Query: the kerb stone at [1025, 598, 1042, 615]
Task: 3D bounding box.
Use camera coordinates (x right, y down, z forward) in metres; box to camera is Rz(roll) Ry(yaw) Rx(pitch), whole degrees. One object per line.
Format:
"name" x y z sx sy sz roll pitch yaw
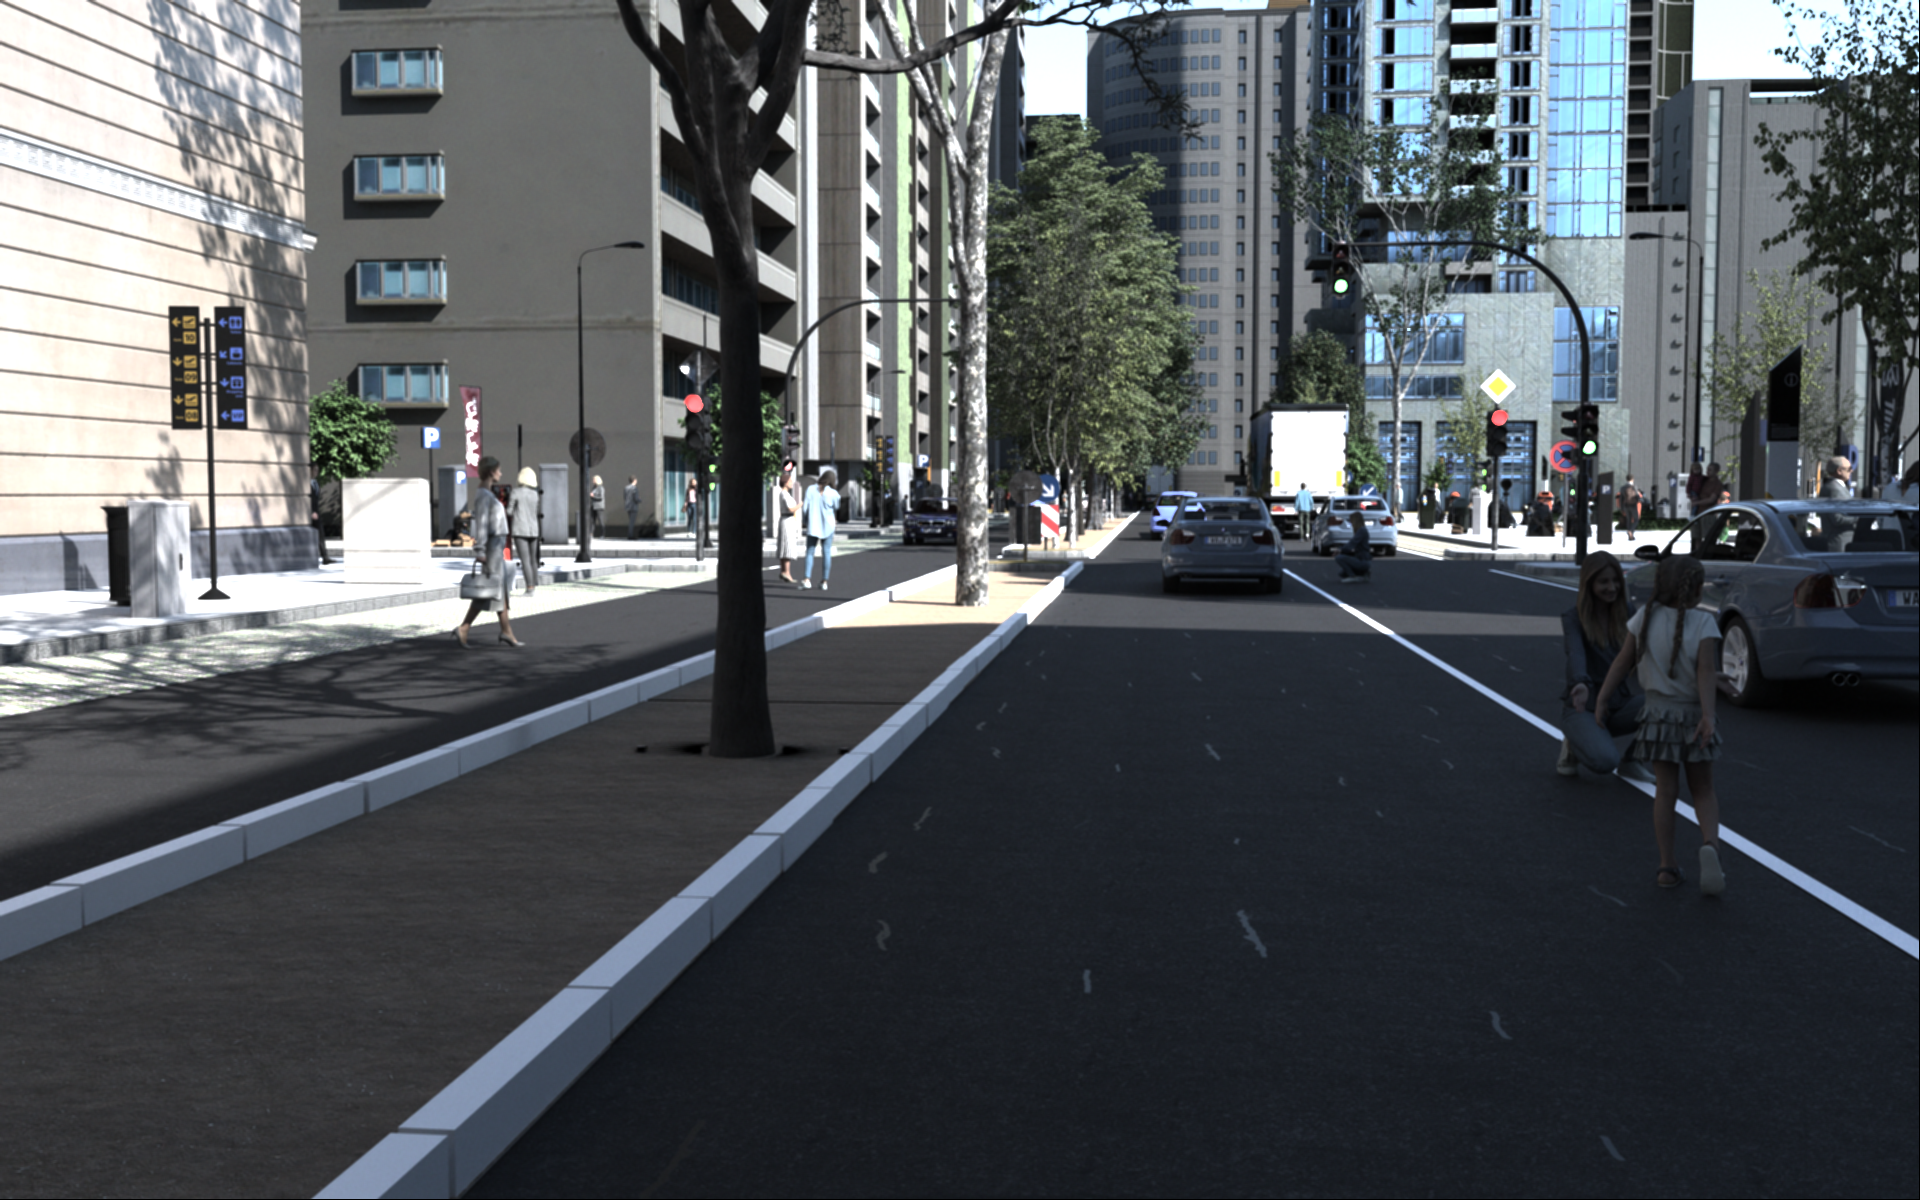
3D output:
"kerb stone" 0.835 0.116 20.300 0.120 0.150 1.000 0 4 6

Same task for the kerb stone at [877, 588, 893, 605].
"kerb stone" -1.034 -0.019 22.517 0.120 0.150 1.000 0 4 6

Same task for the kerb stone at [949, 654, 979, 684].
"kerb stone" 0.013 0.552 13.175 0.120 0.150 1.000 0 4 6

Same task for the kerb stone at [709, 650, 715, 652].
"kerb stone" -1.953 0.479 14.367 0.120 0.150 1.000 0 4 6

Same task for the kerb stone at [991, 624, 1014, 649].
"kerb stone" 0.377 0.365 16.233 0.120 0.150 1.000 0 4 6

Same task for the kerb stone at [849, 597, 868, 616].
"kerb stone" -1.259 0.105 20.477 0.120 0.150 1.000 0 4 6

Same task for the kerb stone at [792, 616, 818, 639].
"kerb stone" -1.608 0.292 17.416 0.120 0.150 1.000 0 4 6

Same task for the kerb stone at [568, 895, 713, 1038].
"kerb stone" -0.910 1.051 5.016 0.120 0.150 1.000 0 4 6

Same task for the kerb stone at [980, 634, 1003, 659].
"kerb stone" 0.252 0.432 15.219 0.120 0.150 1.000 0 4 6

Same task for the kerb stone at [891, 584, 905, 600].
"kerb stone" -0.912 -0.082 23.543 0.120 0.150 1.000 0 4 6

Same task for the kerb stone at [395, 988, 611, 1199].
"kerb stone" -1.022 1.113 4.000 0.120 0.150 1.000 0 4 6

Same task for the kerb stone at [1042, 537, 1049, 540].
"kerb stone" 2.854 -2.105 56.645 0.120 0.150 1.000 0 4 6

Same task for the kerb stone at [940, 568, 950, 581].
"kerb stone" -0.326 -0.394 28.634 0.120 0.150 1.000 0 4 6

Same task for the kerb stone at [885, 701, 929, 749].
"kerb stone" -0.321 0.740 10.111 0.120 0.150 1.000 0 4 6

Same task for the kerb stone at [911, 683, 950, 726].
"kerb stone" -0.200 0.677 11.129 0.120 0.150 1.000 0 4 6

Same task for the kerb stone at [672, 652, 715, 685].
"kerb stone" -2.074 0.541 13.346 0.120 0.150 1.000 0 4 6

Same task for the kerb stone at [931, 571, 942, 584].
"kerb stone" -0.448 -0.332 27.620 0.120 0.150 1.000 0 4 6

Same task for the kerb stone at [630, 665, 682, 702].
"kerb stone" -2.191 0.606 12.324 0.120 0.150 1.000 0 4 6

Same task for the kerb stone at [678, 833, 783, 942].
"kerb stone" -0.791 0.992 6.031 0.120 0.150 1.000 0 4 6

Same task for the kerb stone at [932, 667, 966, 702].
"kerb stone" -0.090 0.614 12.158 0.120 0.150 1.000 0 4 6

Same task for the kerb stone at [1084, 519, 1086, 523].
"kerb stone" 6.687 -4.163 90.268 0.120 0.150 1.000 0 4 6

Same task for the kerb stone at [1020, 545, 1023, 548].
"kerb stone" 1.464 -1.359 44.408 0.120 0.150 1.000 0 4 6

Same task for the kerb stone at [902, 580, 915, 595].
"kerb stone" -0.799 -0.144 24.559 0.120 0.150 1.000 0 4 6

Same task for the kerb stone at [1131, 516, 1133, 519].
"kerb stone" 8.881 -4.210 91.031 0.120 0.150 1.000 0 4 6

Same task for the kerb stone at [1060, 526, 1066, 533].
"kerb stone" 4.030 -2.731 66.843 0.120 0.150 1.000 0 4 6

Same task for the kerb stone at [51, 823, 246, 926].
"kerb stone" -2.886 0.979 6.205 0.120 0.150 1.000 0 4 6

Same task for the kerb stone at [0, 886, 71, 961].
"kerb stone" -2.995 1.043 5.186 0.120 0.150 1.000 0 4 6

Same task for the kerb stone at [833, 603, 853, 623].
"kerb stone" -1.379 0.173 19.453 0.120 0.150 1.000 0 4 6

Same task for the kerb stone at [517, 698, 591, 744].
"kerb stone" -2.428 0.729 10.283 0.120 0.150 1.000 0 4 6

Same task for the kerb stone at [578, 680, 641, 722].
"kerb stone" -2.307 0.666 11.301 0.120 0.150 1.000 0 4 6

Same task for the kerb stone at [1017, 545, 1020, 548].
"kerb stone" 1.352 -1.296 43.392 0.120 0.150 1.000 0 4 6

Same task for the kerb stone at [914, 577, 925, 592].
"kerb stone" -0.676 -0.207 25.574 0.120 0.150 1.000 0 4 6

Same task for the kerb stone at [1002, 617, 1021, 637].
"kerb stone" 0.483 0.302 17.250 0.120 0.150 1.000 0 4 6

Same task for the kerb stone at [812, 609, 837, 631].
"kerb stone" -1.491 0.230 18.431 0.120 0.150 1.000 0 4 6

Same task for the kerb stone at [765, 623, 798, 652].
"kerb stone" -1.723 0.354 16.401 0.120 0.150 1.000 0 4 6

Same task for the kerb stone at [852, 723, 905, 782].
"kerb stone" -0.435 0.803 9.095 0.120 0.150 1.000 0 4 6

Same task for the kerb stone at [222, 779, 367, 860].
"kerb stone" -2.771 0.916 7.224 0.120 0.150 1.000 0 4 6

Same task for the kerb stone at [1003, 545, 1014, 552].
"kerb stone" 1.122 -1.169 41.348 0.120 0.150 1.000 0 4 6

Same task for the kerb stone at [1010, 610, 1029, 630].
"kerb stone" 0.602 0.240 18.265 0.120 0.150 1.000 0 4 6

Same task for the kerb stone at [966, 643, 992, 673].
"kerb stone" 0.135 0.491 14.190 0.120 0.150 1.000 0 4 6

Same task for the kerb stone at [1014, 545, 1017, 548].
"kerb stone" 1.231 -1.232 42.367 0.120 0.150 1.000 0 4 6

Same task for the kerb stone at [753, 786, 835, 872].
"kerb stone" -0.670 0.926 7.057 0.120 0.150 1.000 0 4 6

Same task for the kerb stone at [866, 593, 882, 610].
"kerb stone" -1.144 0.043 21.498 0.120 0.150 1.000 0 4 6

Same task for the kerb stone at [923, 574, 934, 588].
"kerb stone" -0.554 -0.269 26.595 0.120 0.150 1.000 0 4 6

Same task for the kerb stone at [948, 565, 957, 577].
"kerb stone" -0.214 -0.456 29.650 0.120 0.150 1.000 0 4 6

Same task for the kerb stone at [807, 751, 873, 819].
"kerb stone" -0.561 0.864 8.073 0.120 0.150 1.000 0 4 6

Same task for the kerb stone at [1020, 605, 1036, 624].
"kerb stone" 0.723 0.187 19.280 0.120 0.150 1.000 0 4 6

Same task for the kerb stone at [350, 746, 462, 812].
"kerb stone" -2.641 0.854 8.238 0.120 0.150 1.000 0 4 6

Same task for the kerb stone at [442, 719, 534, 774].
"kerb stone" -2.531 0.791 9.260 0.120 0.150 1.000 0 4 6

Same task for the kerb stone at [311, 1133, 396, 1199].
"kerb stone" -1.141 1.176 2.981 0.120 0.150 1.000 0 4 6
